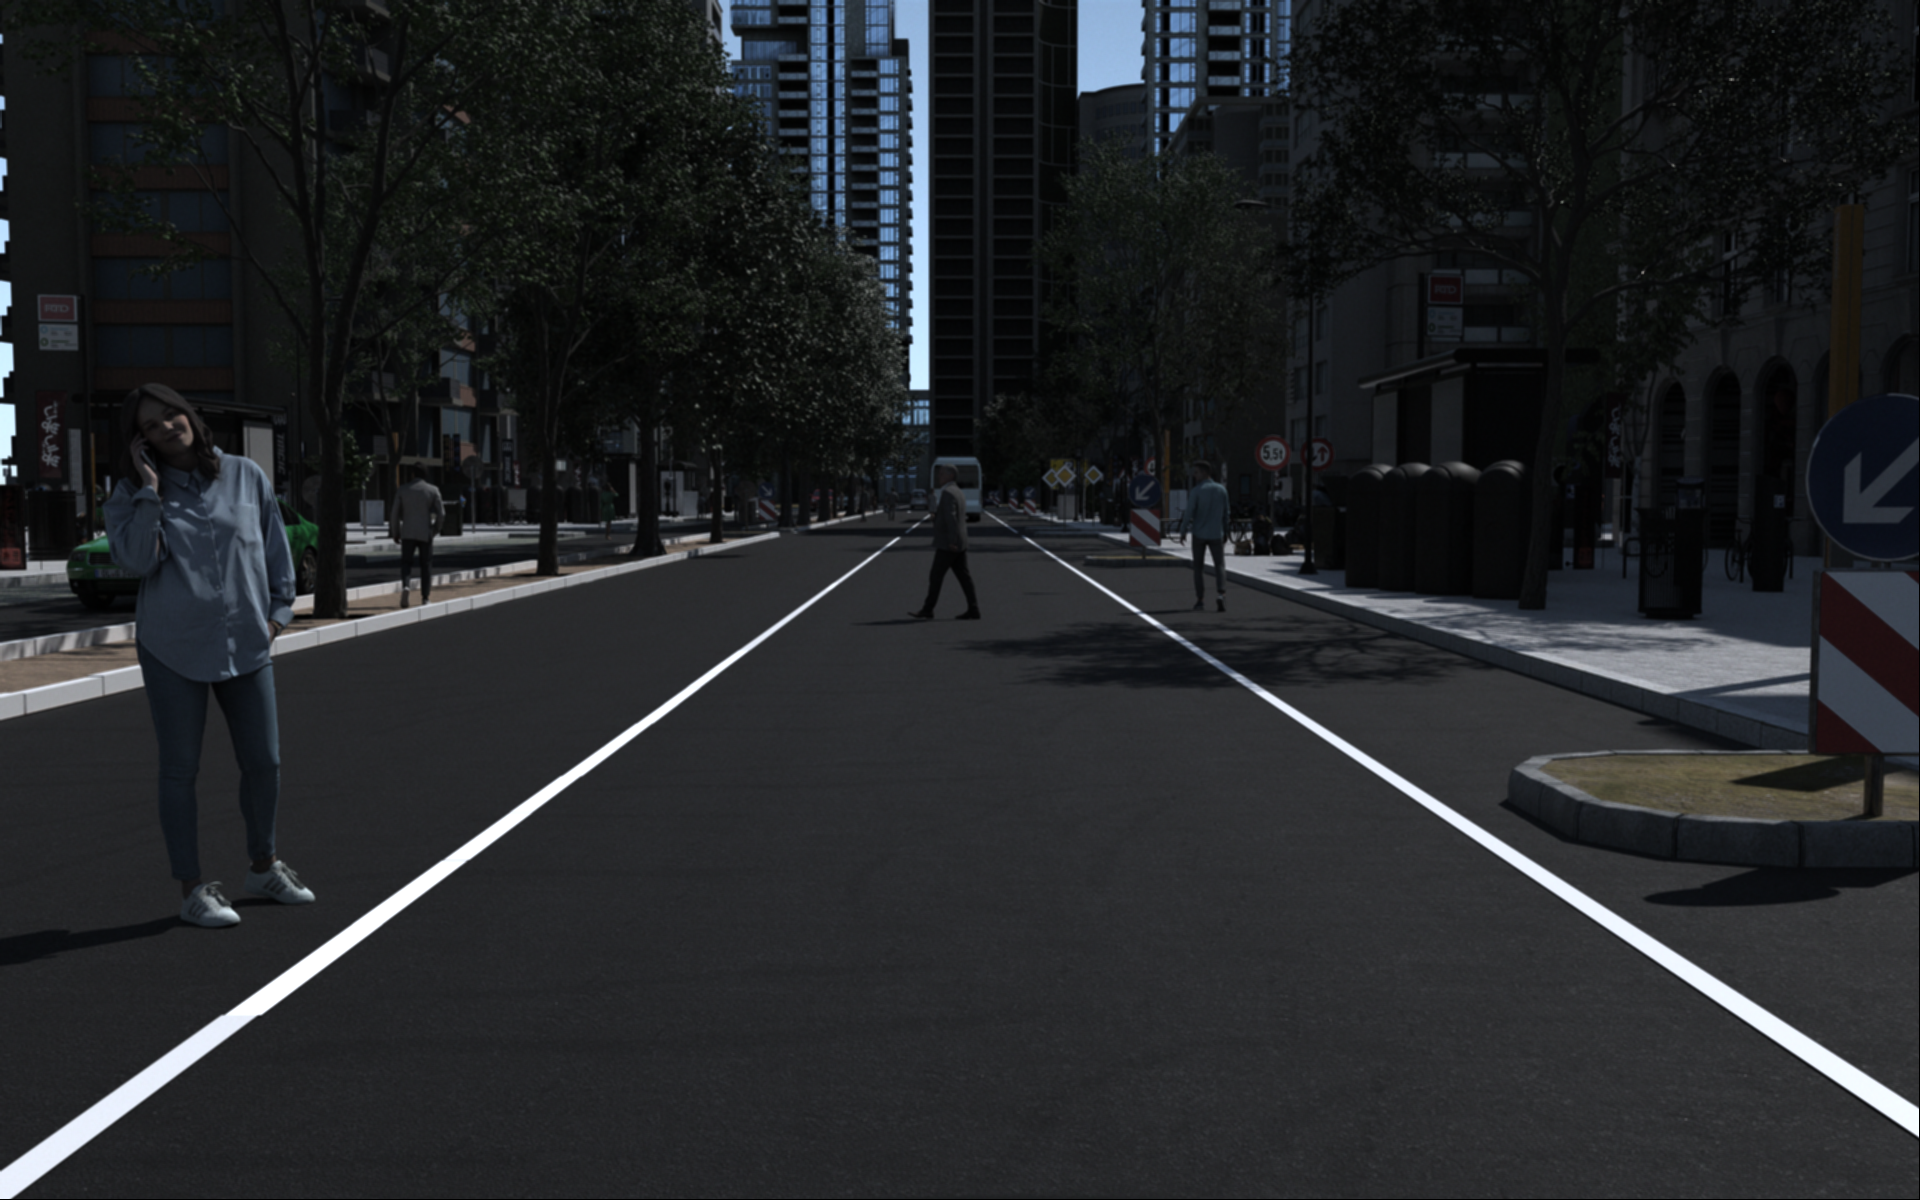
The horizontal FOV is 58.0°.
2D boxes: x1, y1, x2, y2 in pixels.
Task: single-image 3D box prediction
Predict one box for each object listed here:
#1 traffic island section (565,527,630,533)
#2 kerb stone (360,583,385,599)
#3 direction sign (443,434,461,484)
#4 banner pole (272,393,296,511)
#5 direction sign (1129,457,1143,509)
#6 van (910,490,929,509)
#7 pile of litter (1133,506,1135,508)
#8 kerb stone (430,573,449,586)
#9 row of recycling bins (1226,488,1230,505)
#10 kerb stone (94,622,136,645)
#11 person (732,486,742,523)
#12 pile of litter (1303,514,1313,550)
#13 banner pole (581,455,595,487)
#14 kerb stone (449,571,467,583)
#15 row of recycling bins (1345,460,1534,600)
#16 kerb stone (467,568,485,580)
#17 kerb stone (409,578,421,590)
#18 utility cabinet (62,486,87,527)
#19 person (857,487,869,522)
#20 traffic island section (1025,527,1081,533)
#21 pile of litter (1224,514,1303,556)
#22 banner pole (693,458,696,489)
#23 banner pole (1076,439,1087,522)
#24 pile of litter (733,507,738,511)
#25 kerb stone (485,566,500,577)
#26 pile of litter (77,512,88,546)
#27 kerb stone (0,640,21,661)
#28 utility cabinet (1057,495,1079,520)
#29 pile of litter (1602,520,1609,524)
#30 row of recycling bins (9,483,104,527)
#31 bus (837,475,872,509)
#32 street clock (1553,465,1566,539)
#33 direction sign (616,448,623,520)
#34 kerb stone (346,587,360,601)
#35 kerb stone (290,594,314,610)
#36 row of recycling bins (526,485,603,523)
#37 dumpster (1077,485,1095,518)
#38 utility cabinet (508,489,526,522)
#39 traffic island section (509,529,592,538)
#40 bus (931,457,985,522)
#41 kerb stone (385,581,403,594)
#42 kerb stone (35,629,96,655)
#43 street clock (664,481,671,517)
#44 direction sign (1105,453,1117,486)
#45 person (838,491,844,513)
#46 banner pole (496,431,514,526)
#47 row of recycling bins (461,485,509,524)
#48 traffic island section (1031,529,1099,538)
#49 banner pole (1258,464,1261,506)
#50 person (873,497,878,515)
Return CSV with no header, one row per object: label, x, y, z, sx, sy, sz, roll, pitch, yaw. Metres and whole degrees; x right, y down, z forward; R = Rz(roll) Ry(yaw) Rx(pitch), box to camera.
traffic island section,-13.648,-2.645,65.532,2.009,0.180,2.903,0,3,0
kerb stone,-8.213,-0.108,23.964,0.120,0.150,1.000,0,3,0
direction sign,-19.177,-4.489,65.395,0.876,3.537,0.379,2,4,29
banner pole,-16.787,-3.251,43.167,0.863,3.779,0.401,1,4,21
direction sign,10.687,-6.936,105.404,0.876,3.537,0.379,-1,4,-11
van,-3.847,-9.689,165.423,2.013,2.044,4.112,0,4,1
pile of litter,12.178,-6.830,125.638,1.176,0.858,1.719,2,4,33
kerb stone,-8.226,-0.296,27.033,0.120,0.150,1.000,0,3,0
row of recycling bins,15.480,-5.894,103.482,1.069,1.692,3.534,1,4,19
kerb stone,-8.211,0.331,16.800,0.120,0.150,1.000,0,3,0
person,-11.122,-4.811,86.963,0.655,1.846,0.447,-1,4,-17
pile of litter,8.186,-1.596,40.059,1.719,0.858,1.176,0,4,-7
banner pole,-17.964,-5.713,83.423,0.863,3.779,0.401,-1,4,-22
kerb stone,-8.224,-0.355,28.056,0.120,0.150,1.000,0,3,0
row of recycling bins,6.212,-0.946,22.573,1.069,1.692,3.534,-1,4,-21
kerb stone,-8.223,-0.417,29.078,0.120,0.150,1.000,0,3,0
kerb stone,-8.215,-0.233,26.012,0.120,0.150,1.000,0,3,0
utility cabinet,-23.191,-2.245,45.390,0.318,1.500,1.173,-3,5,-40
person,-4.948,-4.874,88.295,0.694,1.812,0.767,3,5,41
traffic island section,3.493,-2.646,65.541,2.009,0.180,2.903,0,3,0
pile of litter,6.259,-1.373,36.407,1.719,0.858,1.176,1,4,12
banner pole,-18.303,-7.904,119.253,0.401,3.779,0.863,0,4,6
banner pole,5.533,-5.477,79.564,0.401,3.779,0.863,-2,4,-28
pile of litter,-17.266,-7.346,134.076,1.719,0.858,1.176,-1,4,-22
kerb stone,-8.230,-0.481,30.099,0.120,0.150,1.000,0,3,0
pile of litter,-21.484,-1.700,41.767,1.176,0.858,1.719,-2,4,-29
kerb stone,-8.215,0.455,14.757,0.120,0.150,1.000,0,3,0
utility cabinet,5.340,-4.567,85.835,1.020,1.237,0.306,-1,4,-15
pile of litter,27.335,-3.718,74.754,1.176,0.858,1.719,0,4,2
row of recycling bins,-35.441,-3.709,67.758,3.534,1.692,1.069,-1,4,-22
bus,-10.028,-10.363,164.293,2.948,3.499,13.247,0,4,0
street clock,15.148,-2.381,43.503,0.471,2.002,0.358,2,4,30
direction sign,-16.665,-5.660,84.537,0.379,3.537,0.876,-1,4,-11
kerb stone,-8.217,-0.046,22.942,0.120,0.150,1.000,0,3,0
kerb stone,-8.231,0.017,21.920,0.120,0.150,1.000,0,3,0
row of recycling bins,-17.646,-4.306,77.516,3.534,1.692,1.069,-3,4,-36
dumpster,6.727,-5.371,93.577,1.264,1.857,1.865,0,3,0
utility cabinet,-20.447,-4.318,79.276,1.173,1.500,0.318,-1,4,-11
traffic island section,-13.642,-2.157,57.547,2.009,0.180,2.903,0,3,0
bus,-0.107,-6.039,93.605,2.948,3.499,13.247,0,4,1
kerb stone,-8.215,-0.171,24.986,0.120,0.150,1.000,0,3,0
kerb stone,-8.207,0.392,15.778,0.120,0.150,1.000,0,3,0
street clock,-16.495,-5.698,97.729,0.358,2.002,0.471,-2,4,-29
direction sign,8.448,-6.410,96.795,0.876,3.537,0.379,-3,4,-38
person,-8.992,-7.440,130.481,0.374,1.781,0.599,-2,4,-34
banner pole,-18.125,-4.823,68.871,0.863,3.779,0.401,-3,4,-37
row of recycling bins,-21.106,-4.170,75.288,1.069,1.692,3.534,2,4,31
traffic island section,3.500,-2.158,57.556,2.009,0.180,2.903,0,3,0
banner pole,16.904,-6.592,97.802,0.401,3.779,0.863,0,4,-3
person,-5.915,-6.597,121.027,0.373,1.253,0.362,0,4,7
